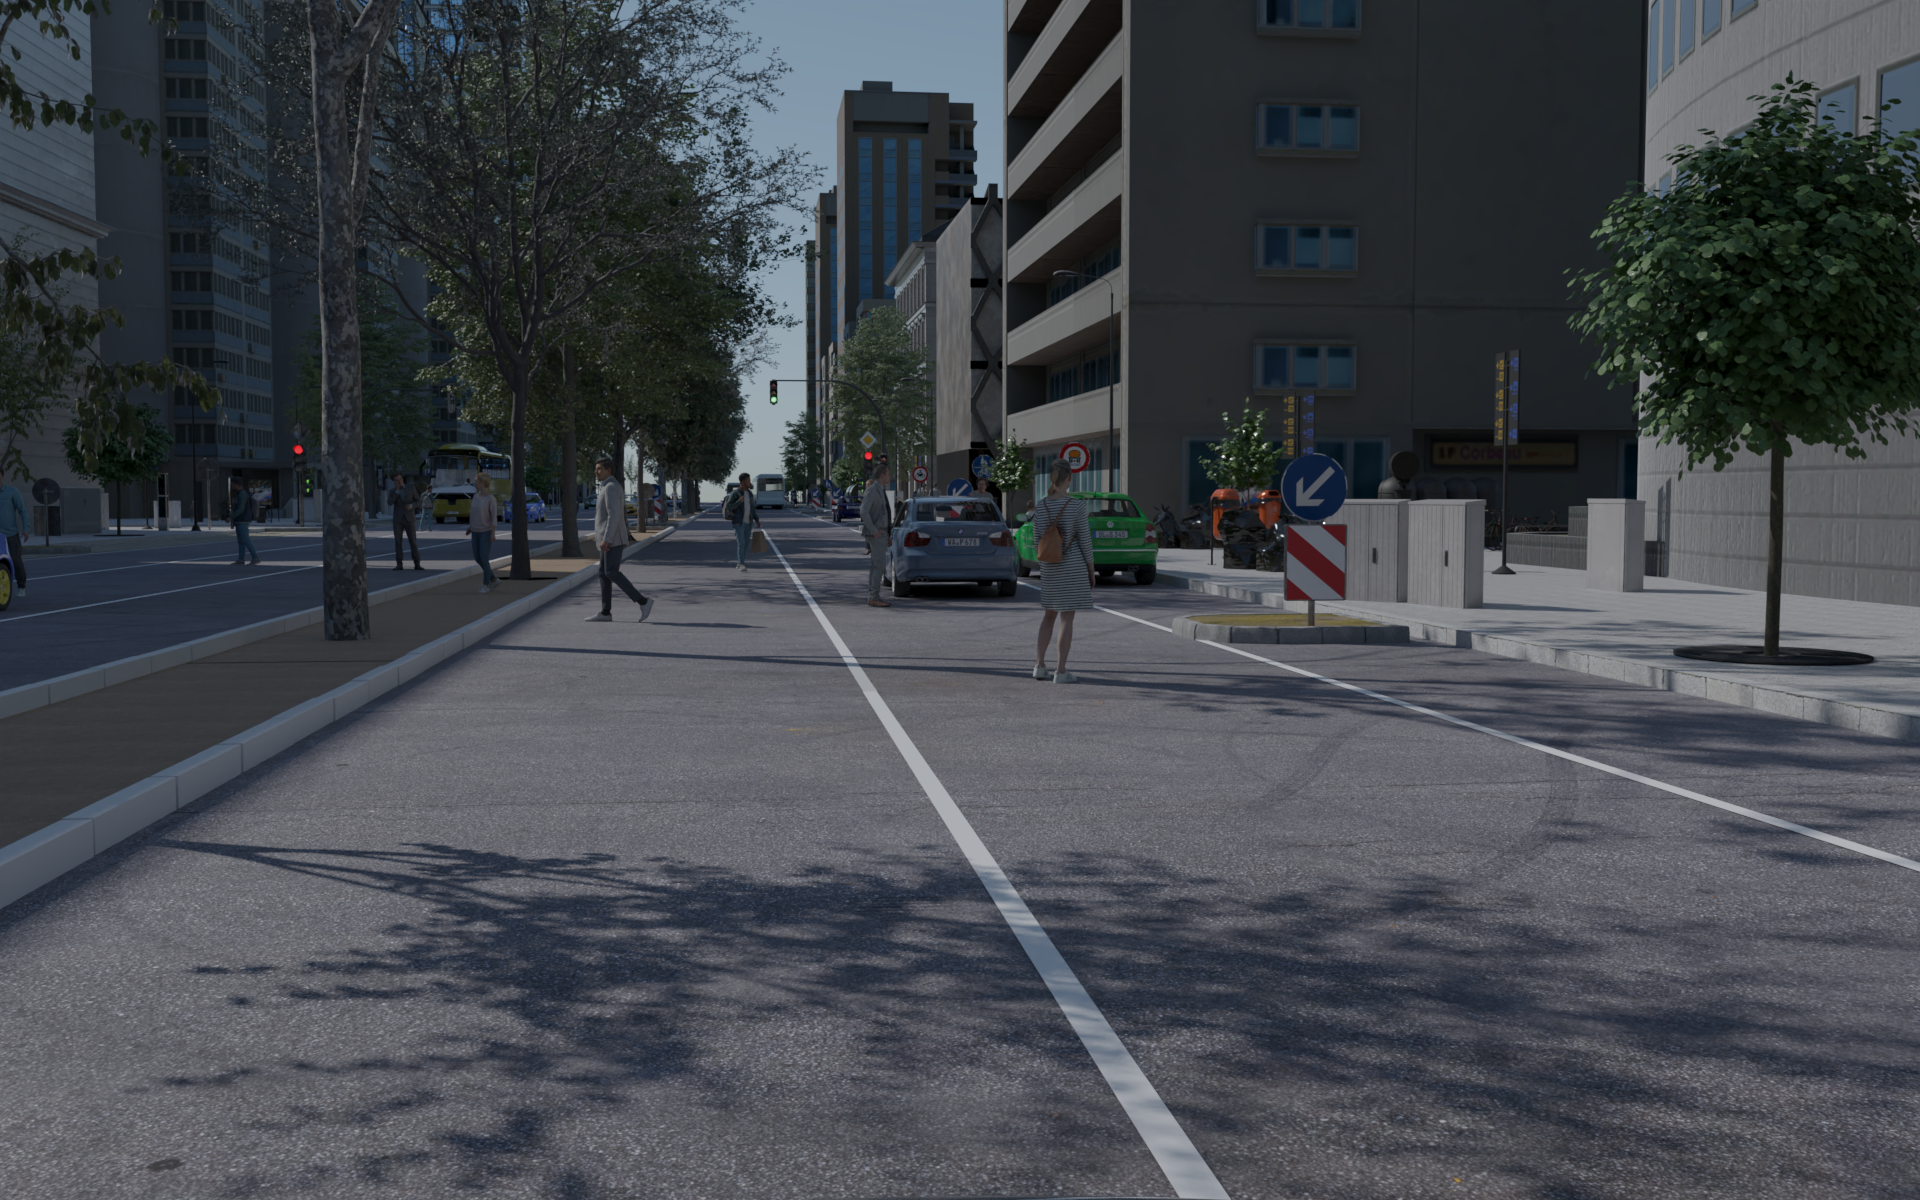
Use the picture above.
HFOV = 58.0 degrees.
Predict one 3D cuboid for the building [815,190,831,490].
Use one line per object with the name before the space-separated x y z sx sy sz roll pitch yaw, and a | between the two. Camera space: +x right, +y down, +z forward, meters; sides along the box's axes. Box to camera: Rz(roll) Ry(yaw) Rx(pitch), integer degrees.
building | -13.657 -36.751 250.991 14.600 45.320 14.200 0 4 -7

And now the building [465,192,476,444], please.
building | -58.202 -28.576 159.106 32.217 40.220 23.993 0 4 -7

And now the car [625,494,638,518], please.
car | -20.055 -5.741 104.087 2.015 1.641 3.980 0 4 -8

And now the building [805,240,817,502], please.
building | -17.995 -36.502 280.400 14.154 41.232 14.086 0 4 -7

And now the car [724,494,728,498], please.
car | -29.669 -13.046 225.100 2.131 1.459 4.920 0 4 -7

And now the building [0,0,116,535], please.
building | -40.926 -16.308 54.027 23.554 28.519 14.401 0 4 -7

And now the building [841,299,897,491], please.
building | 3.306 -19.857 169.694 27.650 21.520 28.899 0 4 -7

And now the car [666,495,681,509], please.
car | -27.689 -9.457 167.196 1.945 1.354 3.894 0 4 -8

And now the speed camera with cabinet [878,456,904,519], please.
speed camera with cabinet | -3.687 -5.868 90.285 0.660 3.252 2.038 -2 4 -33

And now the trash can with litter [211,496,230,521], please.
trash can with litter | -35.530 -4.398 83.302 1.055 1.170 0.624 -3 5 -44

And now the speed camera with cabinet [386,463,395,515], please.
speed camera with cabinet | -34.594 -6.809 105.667 0.660 3.252 2.038 -2 4 -24

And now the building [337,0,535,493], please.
building | -57.331 -53.394 185.670 22.319 86.520 31.000 0 4 -7

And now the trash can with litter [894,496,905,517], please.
trash can with litter | -2.614 -4.365 82.749 1.055 1.170 0.624 1 4 18

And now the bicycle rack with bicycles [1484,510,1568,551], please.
bicycle rack with bicycles | 12.590 -1.556 38.822 2.925 0.926 2.852 -1 4 -10

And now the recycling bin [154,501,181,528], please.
recycling bin | -29.801 -3.216 65.133 0.722 1.027 0.722 0 4 -1

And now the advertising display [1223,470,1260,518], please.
advertising display | 6.965 -2.294 42.715 0.974 1.923 0.123 0 4 -2

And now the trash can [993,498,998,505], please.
trash can | 2.647 -5.854 107.373 0.748 1.137 0.748 0 3 0

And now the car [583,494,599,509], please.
car | -34.353 -9.244 162.937 2.131 1.459 4.920 -1 4 -9

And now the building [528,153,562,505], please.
building | -56.172 -34.237 209.877 14.600 45.320 14.200 0 4 -7

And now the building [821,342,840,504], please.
building | -2.510 -22.481 212.599 27.650 21.520 28.899 0 4 -7

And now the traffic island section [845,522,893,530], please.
traffic island section | -4.077 -3.369 77.372 2.009 0.180 2.903 0 4 -7

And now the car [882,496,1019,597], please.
car | -0.204 -0.822 25.441 2.014 1.417 4.499 0 4 -6

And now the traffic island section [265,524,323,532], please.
traffic island section | -25.329 -2.712 66.626 2.009 0.180 2.903 0 4 -7

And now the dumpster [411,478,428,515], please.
dumpster | -32.147 -6.173 103.423 1.502 2.255 1.985 0 4 -7

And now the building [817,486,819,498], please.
building | -15.212 -30.287 266.898 14.160 30.474 14.107 0 4 -7

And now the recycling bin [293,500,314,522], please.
recycling bin | -29.945 -4.070 79.101 0.722 1.027 0.722 2 4 25

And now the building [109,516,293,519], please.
building | -52.307 -24.641 94.763 32.217 40.220 23.993 0 4 -7

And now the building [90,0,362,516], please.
building | -55.185 -26.638 127.419 32.217 40.220 23.993 0 4 -7

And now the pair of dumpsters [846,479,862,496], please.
pair of dumpsters | -6.508 -6.752 112.886 1.574 2.255 4.437 0 4 -7

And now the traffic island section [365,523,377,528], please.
traffic island section | -26.339 -3.197 74.547 2.009 0.180 2.903 0 4 -7

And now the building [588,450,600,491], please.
building | -69.815 -38.320 281.154 22.147 44.769 28.867 0 4 -7

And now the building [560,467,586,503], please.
building | -59.800 -34.035 240.074 14.154 41.232 14.086 0 4 -7

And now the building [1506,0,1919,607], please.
building | 21.067 -29.282 20.766 21.231 58.520 28.212 0 4 -7

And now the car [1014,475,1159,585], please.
car | 1.998 -1.215 28.662 1.959 1.807 4.718 0 4 -8

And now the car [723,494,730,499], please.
car | -22.309 -9.829 170.497 2.009 1.686 4.222 0 4 -6

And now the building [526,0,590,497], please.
building | -65.580 -50.015 255.994 20.563 71.187 20.611 0 4 -7

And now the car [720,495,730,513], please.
car | -17.090 -7.216 130.556 1.945 1.354 3.894 0 4 -6

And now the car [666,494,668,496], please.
car | -40.456 -13.860 235.653 2.155 1.783 4.494 0 4 -8

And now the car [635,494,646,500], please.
car | -33.229 -10.405 179.720 1.945 1.707 3.694 0 4 -6

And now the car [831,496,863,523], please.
car | -5.568 -4.645 88.530 1.945 1.354 3.894 0 4 -8

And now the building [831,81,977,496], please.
building | -6.097 -32.987 189.455 14.600 45.320 14.200 0 4 -7

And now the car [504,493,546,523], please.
car | -21.944 -4.759 87.398 1.945 1.707 3.694 0 4 -7

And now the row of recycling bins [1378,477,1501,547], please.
row of recycling bins | 11.532 -2.099 41.436 3.534 1.692 1.069 -2 4 -28

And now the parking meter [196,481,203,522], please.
parking meter | -34.735 -4.490 79.126 0.255 1.863 0.399 -1 4 -23

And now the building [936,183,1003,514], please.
building | 8.049 -13.556 89.089 16.811 18.784 16.820 0 4 -7

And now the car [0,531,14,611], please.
car | -12.350 -0.624 19.802 1.945 1.707 3.694 -1 4 -8

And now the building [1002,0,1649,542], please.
building | 13.478 -26.330 54.191 21.300 48.544 21.600 0 4 -7

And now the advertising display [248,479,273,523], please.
advertising display | -30.851 -4.355 76.416 0.974 1.923 0.123 -1 4 -23

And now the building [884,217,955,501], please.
building | -0.400 -17.272 133.307 10.553 20.767 40.483 0 4 -7

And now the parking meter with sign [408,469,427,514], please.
parking meter with sign | -34.930 -7.001 110.720 1.738 3.016 0.543 -1 4 -23
